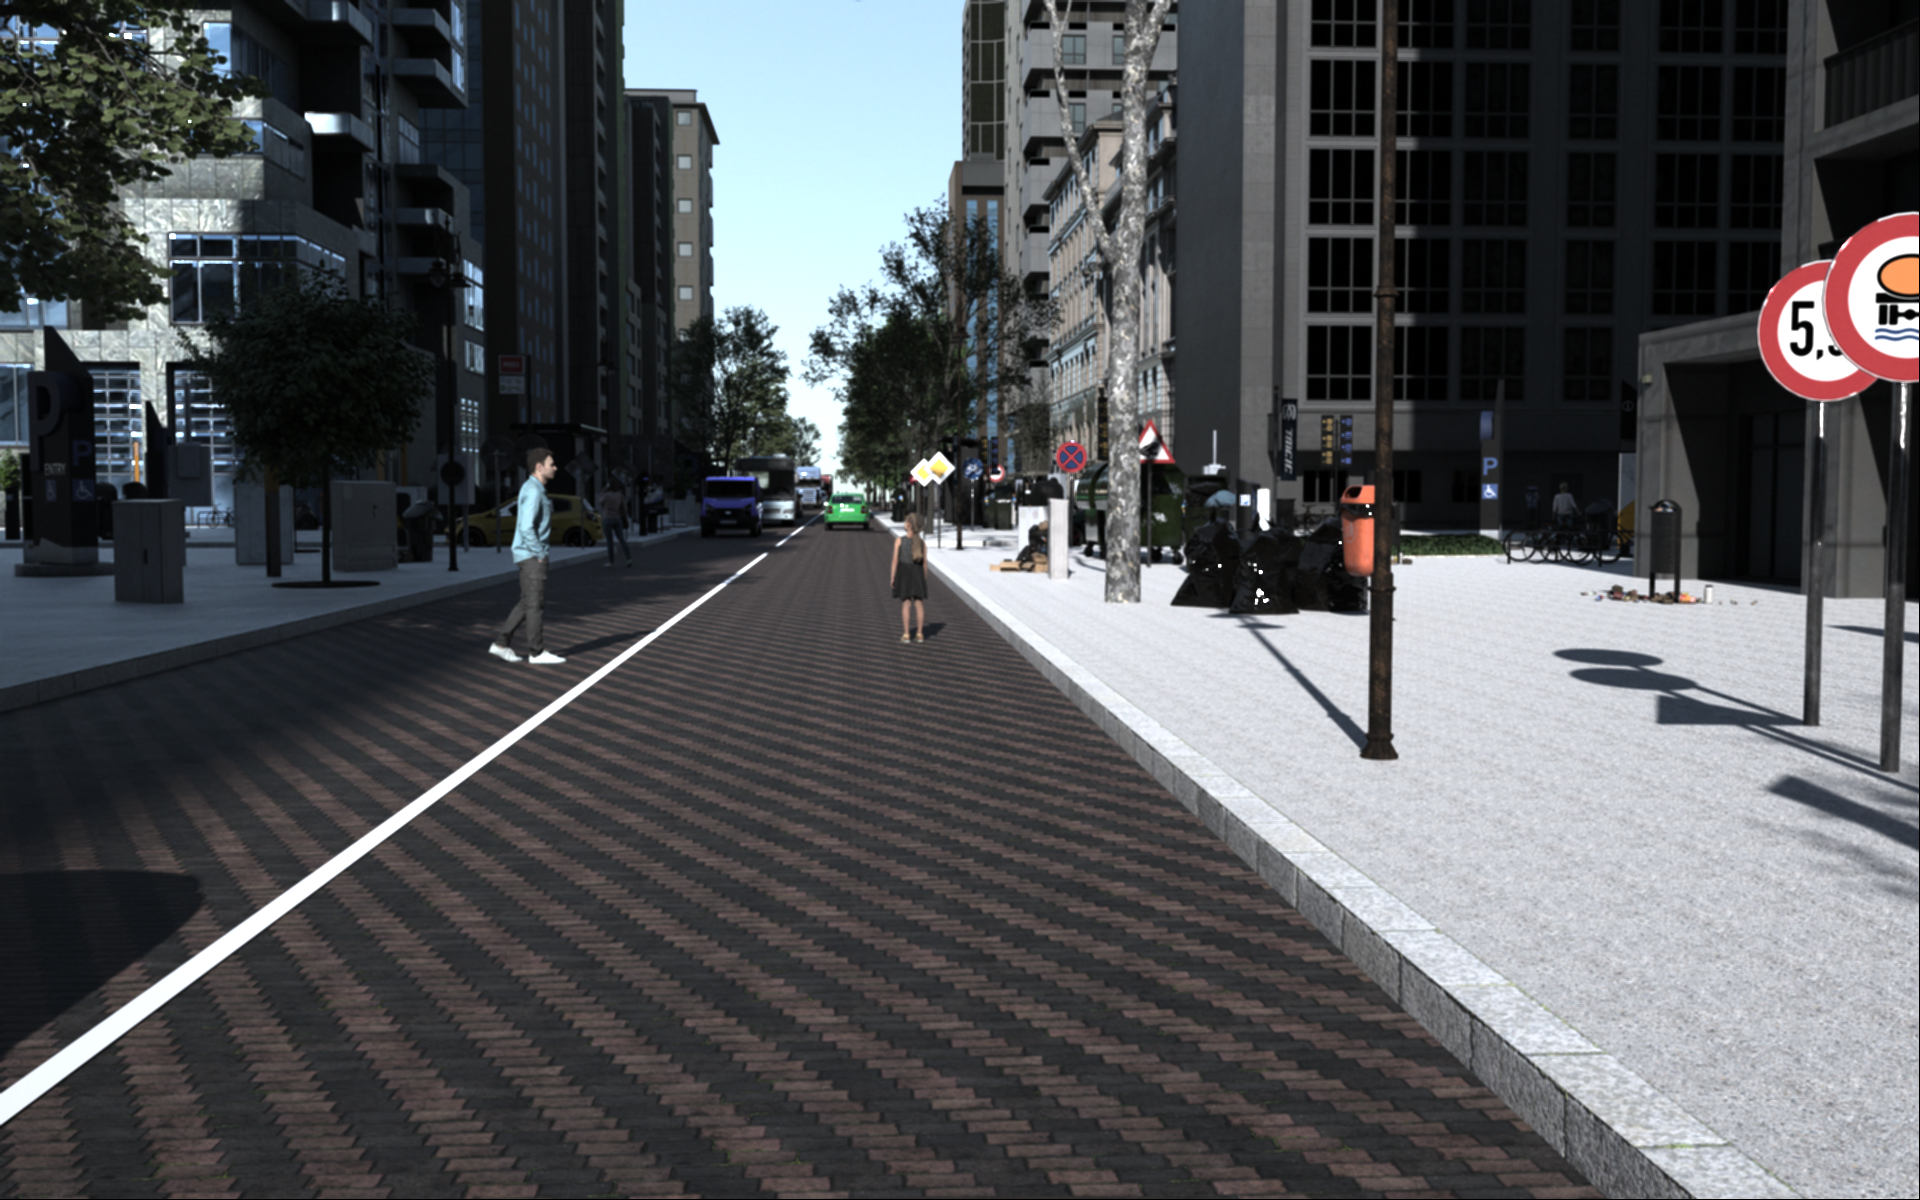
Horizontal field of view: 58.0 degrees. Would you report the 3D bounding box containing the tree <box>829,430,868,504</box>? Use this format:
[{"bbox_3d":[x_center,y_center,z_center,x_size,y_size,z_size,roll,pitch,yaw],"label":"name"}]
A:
[{"bbox_3d":[-12.642,-19.881,235.416,12.009,13.543,11.850,0,3,0],"label":"tree"}]

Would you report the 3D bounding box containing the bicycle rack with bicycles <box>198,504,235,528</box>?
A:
[{"bbox_3d":[-27.344,-3.202,65.735,2.852,0.926,2.925,1,4,15],"label":"bicycle rack with bicycles"}]

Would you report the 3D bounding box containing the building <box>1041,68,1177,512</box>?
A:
[{"bbox_3d":[12.798,-19.267,112.283,12.463,27.353,25.104,0,4,-4],"label":"building"}]

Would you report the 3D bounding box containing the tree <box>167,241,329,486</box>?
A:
[{"bbox_3d":[-20.038,-6.079,49.760,4.737,8.622,4.395,0,3,0],"label":"tree"}]

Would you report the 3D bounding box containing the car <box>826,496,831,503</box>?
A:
[{"bbox_3d":[-9.988,-8.100,142.216,2.009,1.686,4.222,0,4,-3],"label":"car"}]

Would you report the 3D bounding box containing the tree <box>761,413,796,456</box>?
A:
[{"bbox_3d":[-16.402,-12.281,151.149,4.360,8.622,3.978,0,3,0],"label":"tree"}]

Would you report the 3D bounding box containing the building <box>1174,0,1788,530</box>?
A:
[{"bbox_3d":[21.429,-16.719,66.857,24.014,27.812,14.314,0,4,-4],"label":"building"}]

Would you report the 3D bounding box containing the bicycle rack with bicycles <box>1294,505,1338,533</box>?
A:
[{"bbox_3d":[11.442,-2.636,56.481,2.852,0.926,2.925,-3,5,-44],"label":"bicycle rack with bicycles"}]

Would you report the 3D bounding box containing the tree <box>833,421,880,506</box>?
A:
[{"bbox_3d":[-9.309,-16.767,191.151,9.611,12.733,9.660,0,3,0],"label":"tree"}]

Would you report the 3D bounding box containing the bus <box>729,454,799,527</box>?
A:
[{"bbox_3d":[-8.784,-5.146,78.996,2.948,3.499,13.247,0,4,-5],"label":"bus"}]

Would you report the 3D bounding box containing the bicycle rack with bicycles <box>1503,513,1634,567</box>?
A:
[{"bbox_3d":[11.294,-1.132,31.892,2.852,0.926,2.925,-3,5,-42],"label":"bicycle rack with bicycles"}]

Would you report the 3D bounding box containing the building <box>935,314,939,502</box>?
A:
[{"bbox_3d":[2.822,-30.892,276.779,14.160,30.474,14.107,0,4,-4],"label":"building"}]

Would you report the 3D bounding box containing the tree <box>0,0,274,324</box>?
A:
[{"bbox_3d":[-8.363,-5.642,10.378,7.486,12.596,7.792,0,3,0],"label":"tree"}]

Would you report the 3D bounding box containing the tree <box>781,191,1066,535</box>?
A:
[{"bbox_3d":[-1.000,-7.339,54.401,8.767,10.594,7.601,0,4,-1],"label":"tree"}]

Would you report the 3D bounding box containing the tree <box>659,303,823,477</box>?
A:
[{"bbox_3d":[-12.641,-10.280,93.830,9.928,11.665,9.643,0,3,0],"label":"tree"}]

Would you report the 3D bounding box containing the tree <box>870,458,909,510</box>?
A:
[{"bbox_3d":[-5.613,-9.570,140.189,4.285,4.588,4.351,0,3,0],"label":"tree"}]

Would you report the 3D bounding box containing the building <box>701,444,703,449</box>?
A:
[{"bbox_3d":[-50.448,-34.465,255.386,32.217,40.220,23.993,0,4,-4],"label":"building"}]

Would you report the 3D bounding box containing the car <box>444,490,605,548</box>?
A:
[{"bbox_3d":[-11.045,-2.066,44.007,3.980,1.641,2.015,0,4,-5],"label":"car"}]

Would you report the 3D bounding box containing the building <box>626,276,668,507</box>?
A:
[{"bbox_3d":[-41.013,-18.720,151.103,27.650,21.520,28.899,0,4,-4],"label":"building"}]

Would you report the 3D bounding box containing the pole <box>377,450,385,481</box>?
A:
[{"bbox_3d":[-16.556,-3.406,49.532,0.158,3.312,0.155,0,3,0],"label":"pole"}]

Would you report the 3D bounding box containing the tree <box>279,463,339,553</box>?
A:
[{"bbox_3d":[-14.618,-2.650,37.925,1.663,3.219,1.824,0,3,0],"label":"tree"}]

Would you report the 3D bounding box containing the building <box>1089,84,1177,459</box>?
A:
[{"bbox_3d":[14.805,-15.058,87.993,13.314,21.916,24.055,0,4,-4],"label":"building"}]

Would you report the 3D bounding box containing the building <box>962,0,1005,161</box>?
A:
[{"bbox_3d":[8.945,-49.297,244.260,20.563,71.187,20.611,0,4,-4],"label":"building"}]

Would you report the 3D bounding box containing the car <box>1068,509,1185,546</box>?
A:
[{"bbox_3d":[3.982,-2.119,44.429,4.222,1.686,2.009,0,4,-2],"label":"car"}]

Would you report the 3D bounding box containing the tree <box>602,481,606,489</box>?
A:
[{"bbox_3d":[-22.422,-7.177,111.940,1.663,3.219,1.824,0,3,0],"label":"tree"}]

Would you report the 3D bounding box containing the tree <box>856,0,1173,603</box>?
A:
[{"bbox_3d":[2.958,-10.102,21.057,12.611,20.169,13.585,0,3,0],"label":"tree"}]

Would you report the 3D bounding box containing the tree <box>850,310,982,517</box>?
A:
[{"bbox_3d":[-2.567,-10.489,97.258,9.928,11.665,9.643,0,3,0],"label":"tree"}]

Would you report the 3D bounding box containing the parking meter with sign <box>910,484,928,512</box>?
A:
[{"bbox_3d":[-2.067,-6.850,108.262,1.738,3.016,0.543,1,4,10],"label":"parking meter with sign"}]

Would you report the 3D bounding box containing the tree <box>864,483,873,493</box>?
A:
[{"bbox_3d":[-14.759,-17.481,280.417,1.663,3.219,1.824,0,3,0],"label":"tree"}]

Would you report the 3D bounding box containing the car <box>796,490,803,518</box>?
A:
[{"bbox_3d":[-10.549,-5.833,104.048,2.281,1.827,5.304,0,4,-2],"label":"car"}]

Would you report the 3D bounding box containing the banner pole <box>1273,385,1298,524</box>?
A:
[{"bbox_3d":[7.445,-3.051,39.896,0.863,3.779,0.401,-2,4,-29],"label":"banner pole"}]

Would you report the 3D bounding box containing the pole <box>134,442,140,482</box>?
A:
[{"bbox_3d":[-32.223,-4.525,67.829,0.158,3.312,0.155,0,3,0],"label":"pole"}]

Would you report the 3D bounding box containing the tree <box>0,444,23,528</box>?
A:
[{"bbox_3d":[-36.608,-4.426,66.965,1.663,3.219,1.824,0,3,0],"label":"tree"}]

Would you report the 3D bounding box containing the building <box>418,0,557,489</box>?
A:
[{"bbox_3d":[-34.786,-28.327,113.254,14.600,45.320,14.200,0,4,-4],"label":"building"}]

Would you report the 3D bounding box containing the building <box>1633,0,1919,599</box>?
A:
[{"bbox_3d":[21.231,-35.272,14.944,20.563,71.187,20.611,0,4,-4],"label":"building"}]

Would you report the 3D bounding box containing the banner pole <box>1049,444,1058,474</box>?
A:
[{"bbox_3d":[4.701,-5.942,87.167,0.401,3.779,0.863,3,5,43],"label":"banner pole"}]

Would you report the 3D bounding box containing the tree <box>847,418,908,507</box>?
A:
[{"bbox_3d":[-8.027,-15.728,175.286,7.486,12.596,7.792,0,3,0],"label":"tree"}]

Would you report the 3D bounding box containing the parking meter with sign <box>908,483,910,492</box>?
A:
[{"bbox_3d":[-3.769,-7.811,123.964,1.738,3.016,0.543,0,4,4],"label":"parking meter with sign"}]

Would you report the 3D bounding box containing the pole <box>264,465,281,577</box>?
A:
[{"bbox_3d":[-10.657,-2.016,26.805,0.158,3.312,0.155,0,3,0],"label":"pole"}]

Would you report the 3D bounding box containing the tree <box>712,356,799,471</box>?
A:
[{"bbox_3d":[-17.017,-13.716,142.381,7.486,12.596,7.792,0,3,0],"label":"tree"}]

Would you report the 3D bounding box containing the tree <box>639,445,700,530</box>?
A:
[{"bbox_3d":[-11.120,-4.413,66.752,1.663,3.219,1.824,0,3,0],"label":"tree"}]

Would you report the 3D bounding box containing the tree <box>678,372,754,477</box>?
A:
[{"bbox_3d":[-14.666,-9.362,103.429,4.360,8.622,3.978,0,3,0],"label":"tree"}]

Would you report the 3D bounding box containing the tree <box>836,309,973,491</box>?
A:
[{"bbox_3d":[-3.779,-12.723,114.683,9.857,13.997,8.962,0,3,0],"label":"tree"}]

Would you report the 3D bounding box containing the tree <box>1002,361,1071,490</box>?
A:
[{"bbox_3d":[4.143,-8.956,96.799,4.360,8.622,3.978,0,3,0],"label":"tree"}]

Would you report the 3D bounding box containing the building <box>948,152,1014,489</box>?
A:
[{"bbox_3d":[5.781,-35.311,227.437,14.600,45.320,14.200,0,4,-4],"label":"building"}]

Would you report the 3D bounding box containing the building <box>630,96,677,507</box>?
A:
[{"bbox_3d":[-36.112,-29.901,172.480,14.154,41.232,14.086,0,4,-4],"label":"building"}]

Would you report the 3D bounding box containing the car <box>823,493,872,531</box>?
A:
[{"bbox_3d":[-4.506,-3.704,69.356,1.959,1.807,4.718,0,4,-3],"label":"car"}]

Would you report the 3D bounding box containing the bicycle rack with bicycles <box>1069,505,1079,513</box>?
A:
[{"bbox_3d":[4.563,-4.131,80.924,2.925,0.926,2.852,0,4,5],"label":"bicycle rack with bicycles"}]

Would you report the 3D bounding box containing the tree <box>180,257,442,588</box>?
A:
[{"bbox_3d":[-8.963,-2.472,24.132,4.285,4.588,4.351,0,3,0],"label":"tree"}]

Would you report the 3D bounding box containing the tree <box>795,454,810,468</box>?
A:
[{"bbox_3d":[-25.720,-20.216,280.893,4.737,8.622,4.395,0,3,0],"label":"tree"}]

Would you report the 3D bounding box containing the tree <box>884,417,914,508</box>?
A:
[{"bbox_3d":[-5.982,-12.451,153.936,4.360,8.622,3.978,0,3,0],"label":"tree"}]

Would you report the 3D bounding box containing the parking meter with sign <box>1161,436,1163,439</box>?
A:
[{"bbox_3d":[5.155,-3.385,51.604,1.738,3.016,0.543,-2,4,-29],"label":"parking meter with sign"}]

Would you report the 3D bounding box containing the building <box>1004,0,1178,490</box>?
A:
[{"bbox_3d":[18.386,-34.380,151.359,28.713,52.752,27.495,0,4,-4],"label":"building"}]

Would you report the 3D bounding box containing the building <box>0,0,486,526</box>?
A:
[{"bbox_3d":[-35.496,-47.014,81.345,22.319,86.520,31.000,0,4,-4],"label":"building"}]

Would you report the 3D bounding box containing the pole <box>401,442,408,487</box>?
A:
[{"bbox_3d":[-15.154,-3.266,47.249,0.158,3.312,0.155,0,3,0],"label":"pole"}]

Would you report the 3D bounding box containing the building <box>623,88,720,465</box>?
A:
[{"bbox_3d":[-46.875,-39.149,229.319,28.713,52.752,27.495,0,4,-4],"label":"building"}]

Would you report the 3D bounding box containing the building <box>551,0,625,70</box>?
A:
[{"bbox_3d":[-32.788,-27.246,129.069,14.154,41.232,14.086,0,4,-4],"label":"building"}]

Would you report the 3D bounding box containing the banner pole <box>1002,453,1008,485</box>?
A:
[{"bbox_3d":[2.748,-7.123,106.477,0.401,3.779,0.863,2,4,27],"label":"banner pole"}]

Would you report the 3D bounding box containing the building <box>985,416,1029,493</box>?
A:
[{"bbox_3d":[18.343,-29.725,177.886,32.217,40.220,23.993,0,4,-4],"label":"building"}]

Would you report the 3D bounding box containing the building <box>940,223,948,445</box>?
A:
[{"bbox_3d":[3.917,-35.396,262.322,14.154,41.232,14.086,0,4,-4],"label":"building"}]
